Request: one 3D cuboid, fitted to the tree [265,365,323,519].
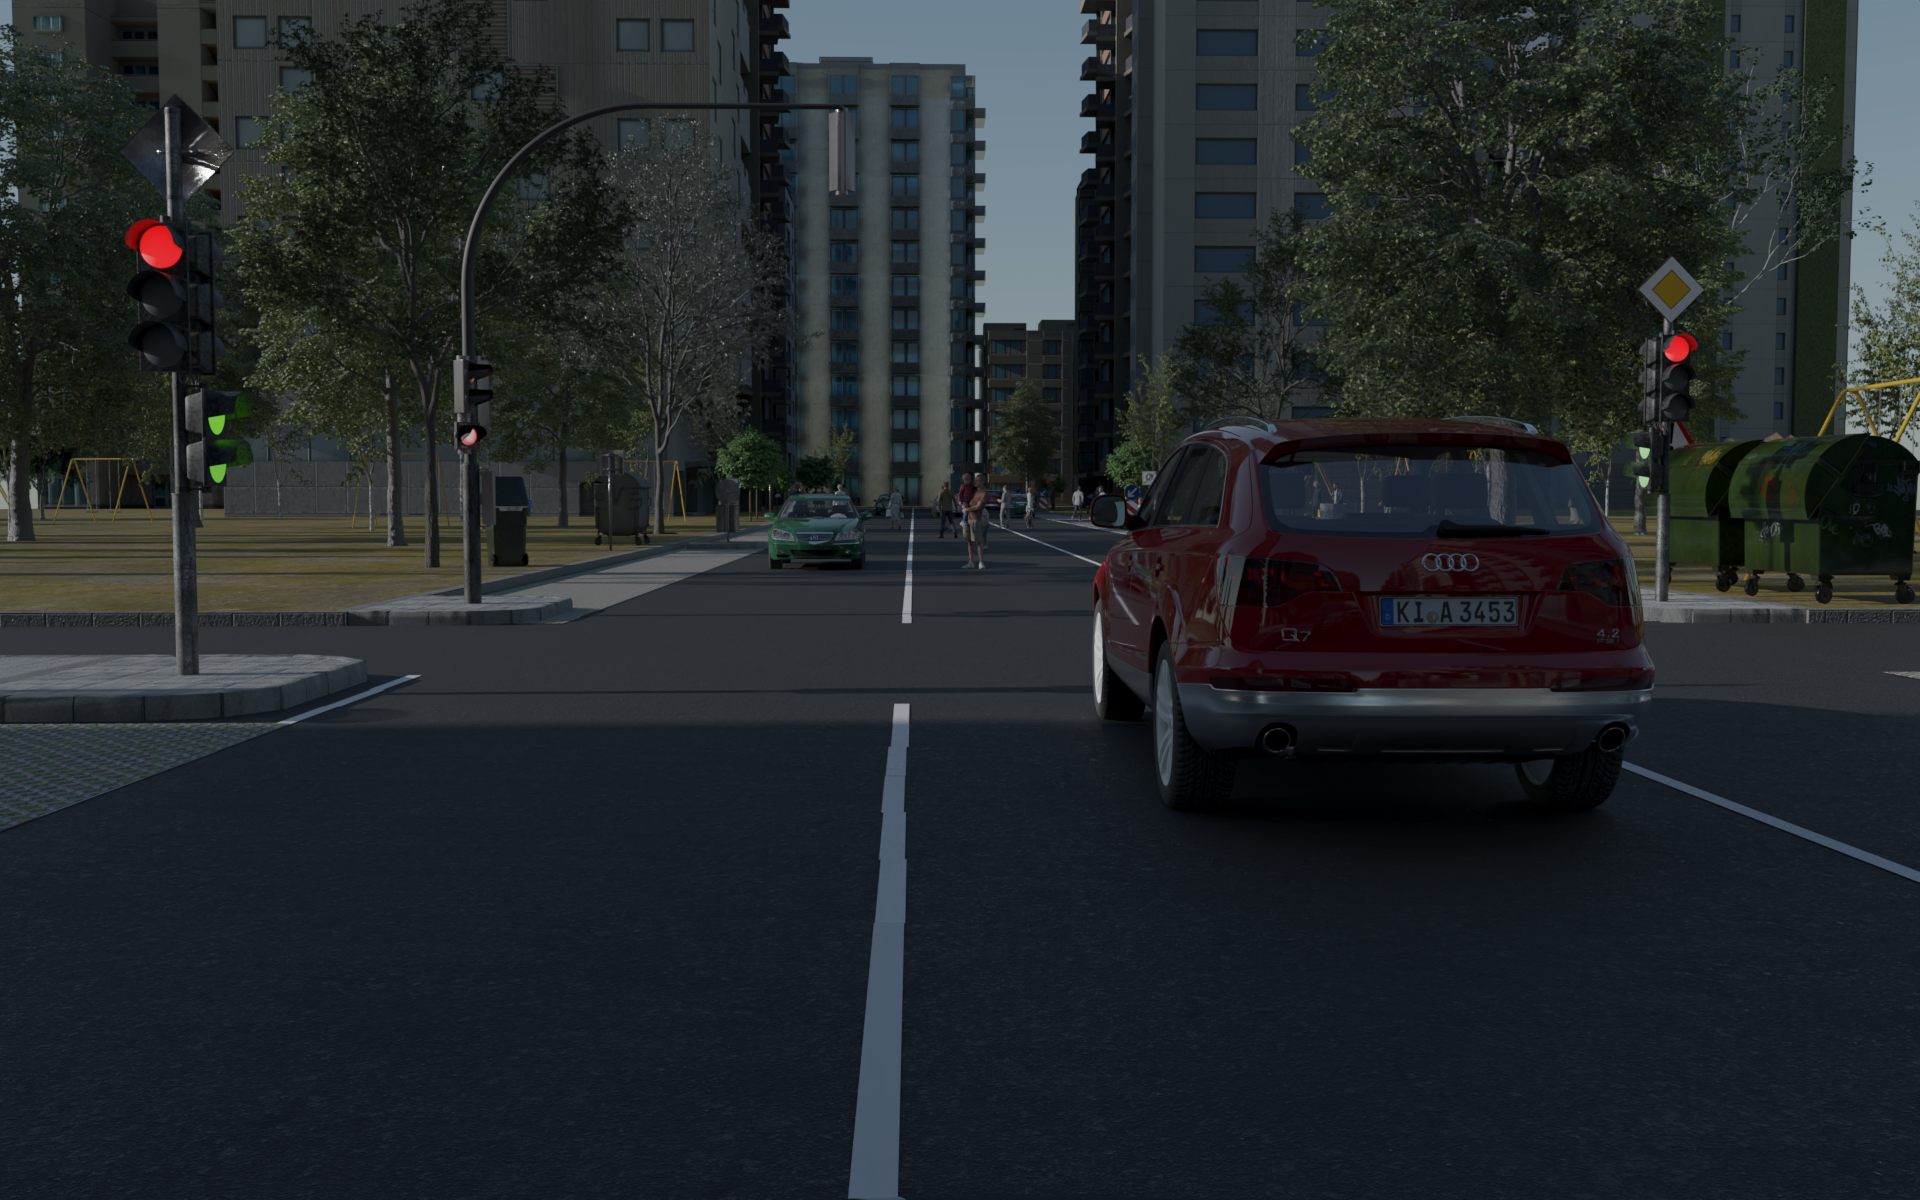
[{"bbox_3d":[-34.908,-8.477,88.968,4.360,8.622,3.978,0,3,0],"label":"tree"}]

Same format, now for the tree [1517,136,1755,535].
[{"bbox_3d":[21.121,-8.335,54.412,7.486,12.596,7.792,0,3,0],"label":"tree"}]

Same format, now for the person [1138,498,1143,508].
[{"bbox_3d":[6.632,-3.085,63.195,0.306,1.304,0.590,3,4,38],"label":"person"}]

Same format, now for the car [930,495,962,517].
[{"bbox_3d":[-0.853,-5.945,109.567,2.083,1.381,4.827,0,4,-2],"label":"car"}]

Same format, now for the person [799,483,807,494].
[{"bbox_3d":[-5.240,-2.938,56.818,0.520,1.790,0.573,-1,4,-11],"label":"person"}]

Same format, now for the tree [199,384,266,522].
[{"bbox_3d":[-35.256,-7.980,80.841,4.360,8.622,3.978,0,3,0],"label":"tree"}]

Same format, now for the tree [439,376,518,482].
[{"bbox_3d":[-25.334,-8.651,91.800,4.360,8.622,3.978,0,3,0],"label":"tree"}]

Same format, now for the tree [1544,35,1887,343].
[{"bbox_3d":[29.718,-13.047,69.208,12.611,20.169,13.585,0,3,0],"label":"tree"}]

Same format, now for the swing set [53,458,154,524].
[{"bbox_3d":[-37.550,-4.801,76.116,3.119,2.851,2.862,1,4,10],"label":"swing set"}]

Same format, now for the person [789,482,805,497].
[{"bbox_3d":[-4.536,-2.437,48.762,0.576,1.772,0.534,-2,4,-29],"label":"person"}]

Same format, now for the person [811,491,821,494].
[{"bbox_3d":[-11.182,-7.862,134.592,1.348,1.824,0.705,0,4,2],"label":"person"}]

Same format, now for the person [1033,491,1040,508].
[{"bbox_3d":[7.102,-9.408,160.673,0.445,1.727,0.742,3,5,39],"label":"person"}]

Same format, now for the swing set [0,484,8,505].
[{"bbox_3d":[-36.746,-4.114,64.891,2.862,2.851,3.119,-2,4,-30],"label":"swing set"}]

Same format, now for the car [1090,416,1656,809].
[{"bbox_3d":[1.904,-0.046,9.424,2.281,1.827,5.304,0,4,-1],"label":"car"}]

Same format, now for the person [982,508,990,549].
[{"bbox_3d":[0.613,-1.950,45.062,0.352,1.250,0.332,2,4,33],"label":"person"}]

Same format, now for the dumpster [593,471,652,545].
[{"bbox_3d":[-8.568,-2.333,43.897,1.264,1.857,1.865,0,4,-2],"label":"dumpster"}]

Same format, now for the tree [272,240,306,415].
[{"bbox_3d":[-29.284,-9.726,65.676,9.857,13.997,8.962,0,3,0],"label":"tree"}]

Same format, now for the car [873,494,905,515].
[{"bbox_3d":[-4.807,-6.474,117.640,2.131,1.459,4.920,0,4,-1],"label":"car"}]

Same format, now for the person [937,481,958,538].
[{"bbox_3d":[-0.380,-2.917,56.099,0.836,1.842,0.656,3,5,44],"label":"person"}]

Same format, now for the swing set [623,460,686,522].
[{"bbox_3d":[-14.770,-5.110,81.173,3.119,2.851,2.862,-2,4,-26],"label":"swing set"}]

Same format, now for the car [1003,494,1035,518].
[{"bbox_3d":[3.563,-5.758,105.936,2.131,1.459,4.920,0,4,-3],"label":"car"}]

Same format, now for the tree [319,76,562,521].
[{"bbox_3d":[-24.236,-13.731,80.399,12.611,20.169,13.585,0,3,0],"label":"tree"}]

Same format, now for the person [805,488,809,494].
[{"bbox_3d":[-11.007,-7.128,123.270,0.721,1.739,1.217,2,4,25],"label":"person"}]

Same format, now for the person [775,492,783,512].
[{"bbox_3d":[-12.628,-6.814,120.634,0.799,1.438,0.628,2,4,34],"label":"person"}]

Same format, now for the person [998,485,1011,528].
[{"bbox_3d":[1.877,-3.976,73.709,0.583,1.804,0.606,2,4,33],"label":"person"}]

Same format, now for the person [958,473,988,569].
[{"bbox_3d":[0.242,-1.520,33.320,0.580,1.828,0.573,0,4,-5],"label":"person"}]

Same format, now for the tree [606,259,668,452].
[{"bbox_3d":[-15.117,-9.131,67.414,7.486,12.596,7.792,0,3,0],"label":"tree"}]

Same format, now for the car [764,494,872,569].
[{"bbox_3d":[-2.813,-1.399,34.667,2.131,1.459,4.920,0,4,-2],"label":"car"}]

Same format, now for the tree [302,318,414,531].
[{"bbox_3d":[-20.728,-6.712,60.097,4.737,8.622,4.395,0,3,0],"label":"tree"}]

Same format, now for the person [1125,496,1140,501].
[{"bbox_3d":[7.525,-4.084,75.463,0.592,1.802,0.473,3,5,40],"label":"person"}]

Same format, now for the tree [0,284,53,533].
[{"bbox_3d":[-31.667,-6.531,57.145,4.737,8.622,4.395,0,3,0],"label":"tree"}]

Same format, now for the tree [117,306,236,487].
[{"bbox_3d":[-26.298,-6.552,57.494,4.737,8.622,4.395,0,3,0],"label":"tree"}]

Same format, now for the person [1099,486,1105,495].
[{"bbox_3d":[6.446,-4.250,78.255,0.850,1.792,0.678,-1,4,-22],"label":"person"}]

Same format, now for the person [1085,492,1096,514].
[{"bbox_3d":[8.505,-6.349,113.088,0.697,1.427,0.421,0,4,-5],"label":"person"}]

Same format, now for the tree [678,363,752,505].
[{"bbox_3d":[-12.946,-8.708,92.744,4.360,8.622,3.978,0,3,0],"label":"tree"}]

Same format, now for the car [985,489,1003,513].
[{"bbox_3d":[2.341,-7.455,130.556,2.281,1.827,5.304,0,4,-1],"label":"car"}]

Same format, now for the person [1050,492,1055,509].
[{"bbox_3d":[7.695,-8.403,143.983,0.434,1.755,0.990,-1,4,-15],"label":"person"}]

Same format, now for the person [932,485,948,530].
[{"bbox_3d":[-0.655,-3.656,68.388,0.709,1.813,0.853,-3,5,-41],"label":"person"}]

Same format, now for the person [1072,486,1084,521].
[{"bbox_3d":[6.235,-5.092,91.596,0.661,1.843,0.795,2,4,34],"label":"person"}]

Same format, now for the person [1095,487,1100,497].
[{"bbox_3d":[9.225,-6.635,115.253,1.217,1.736,0.721,-2,4,-28],"label":"person"}]

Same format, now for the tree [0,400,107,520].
[{"bbox_3d":[-53.809,-7.578,86.811,20.602,7.101,11.467,-1,4,-20],"label":"tree"}]

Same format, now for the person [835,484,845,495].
[{"bbox_3d":[-5.042,-3.979,73.438,0.818,1.842,0.514,2,4,35],"label":"person"}]

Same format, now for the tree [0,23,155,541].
[{"bbox_3d":[-25.788,-8.606,47.367,9.857,13.997,8.962,0,3,0],"label":"tree"}]

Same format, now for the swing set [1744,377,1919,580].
[{"bbox_3d":[12.962,-1.620,24.108,2.862,2.851,3.119,0,4,6],"label":"swing set"}]

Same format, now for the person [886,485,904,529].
[{"bbox_3d":[-2.631,-3.759,70.305,0.694,1.780,0.624,-1,4,-13],"label":"person"}]

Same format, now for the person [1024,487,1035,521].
[{"bbox_3d":[3.687,-5.099,92.219,0.624,1.780,0.694,0,4,-3],"label":"person"}]

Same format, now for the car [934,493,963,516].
[{"bbox_3d":[-0.690,-6.580,116.629,2.155,1.783,4.494,0,4,0],"label":"car"}]

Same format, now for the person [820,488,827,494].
[{"bbox_3d":[-11.243,-8.301,141.769,1.348,1.823,0.705,-1,4,-20],"label":"person"}]

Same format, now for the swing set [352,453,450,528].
[{"bbox_3d":[-21.546,-4.208,66.426,3.119,2.851,2.862,0,4,-1],"label":"swing set"}]

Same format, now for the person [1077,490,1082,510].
[{"bbox_3d":[9.397,-7.927,136.583,0.436,1.711,0.756,-1,4,-20],"label":"person"}]

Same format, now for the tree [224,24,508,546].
[{"bbox_3d":[-13.962,-7.581,42.085,7.486,12.596,7.792,0,3,0],"label":"tree"}]

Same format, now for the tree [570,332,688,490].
[{"bbox_3d":[-13.851,-7.610,74.794,4.737,8.622,4.395,0,3,0],"label":"tree"}]

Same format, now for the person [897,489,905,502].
[{"bbox_3d":[-4.468,-7.013,123.256,1.348,1.812,0.705,-2,4,-35],"label":"person"}]
